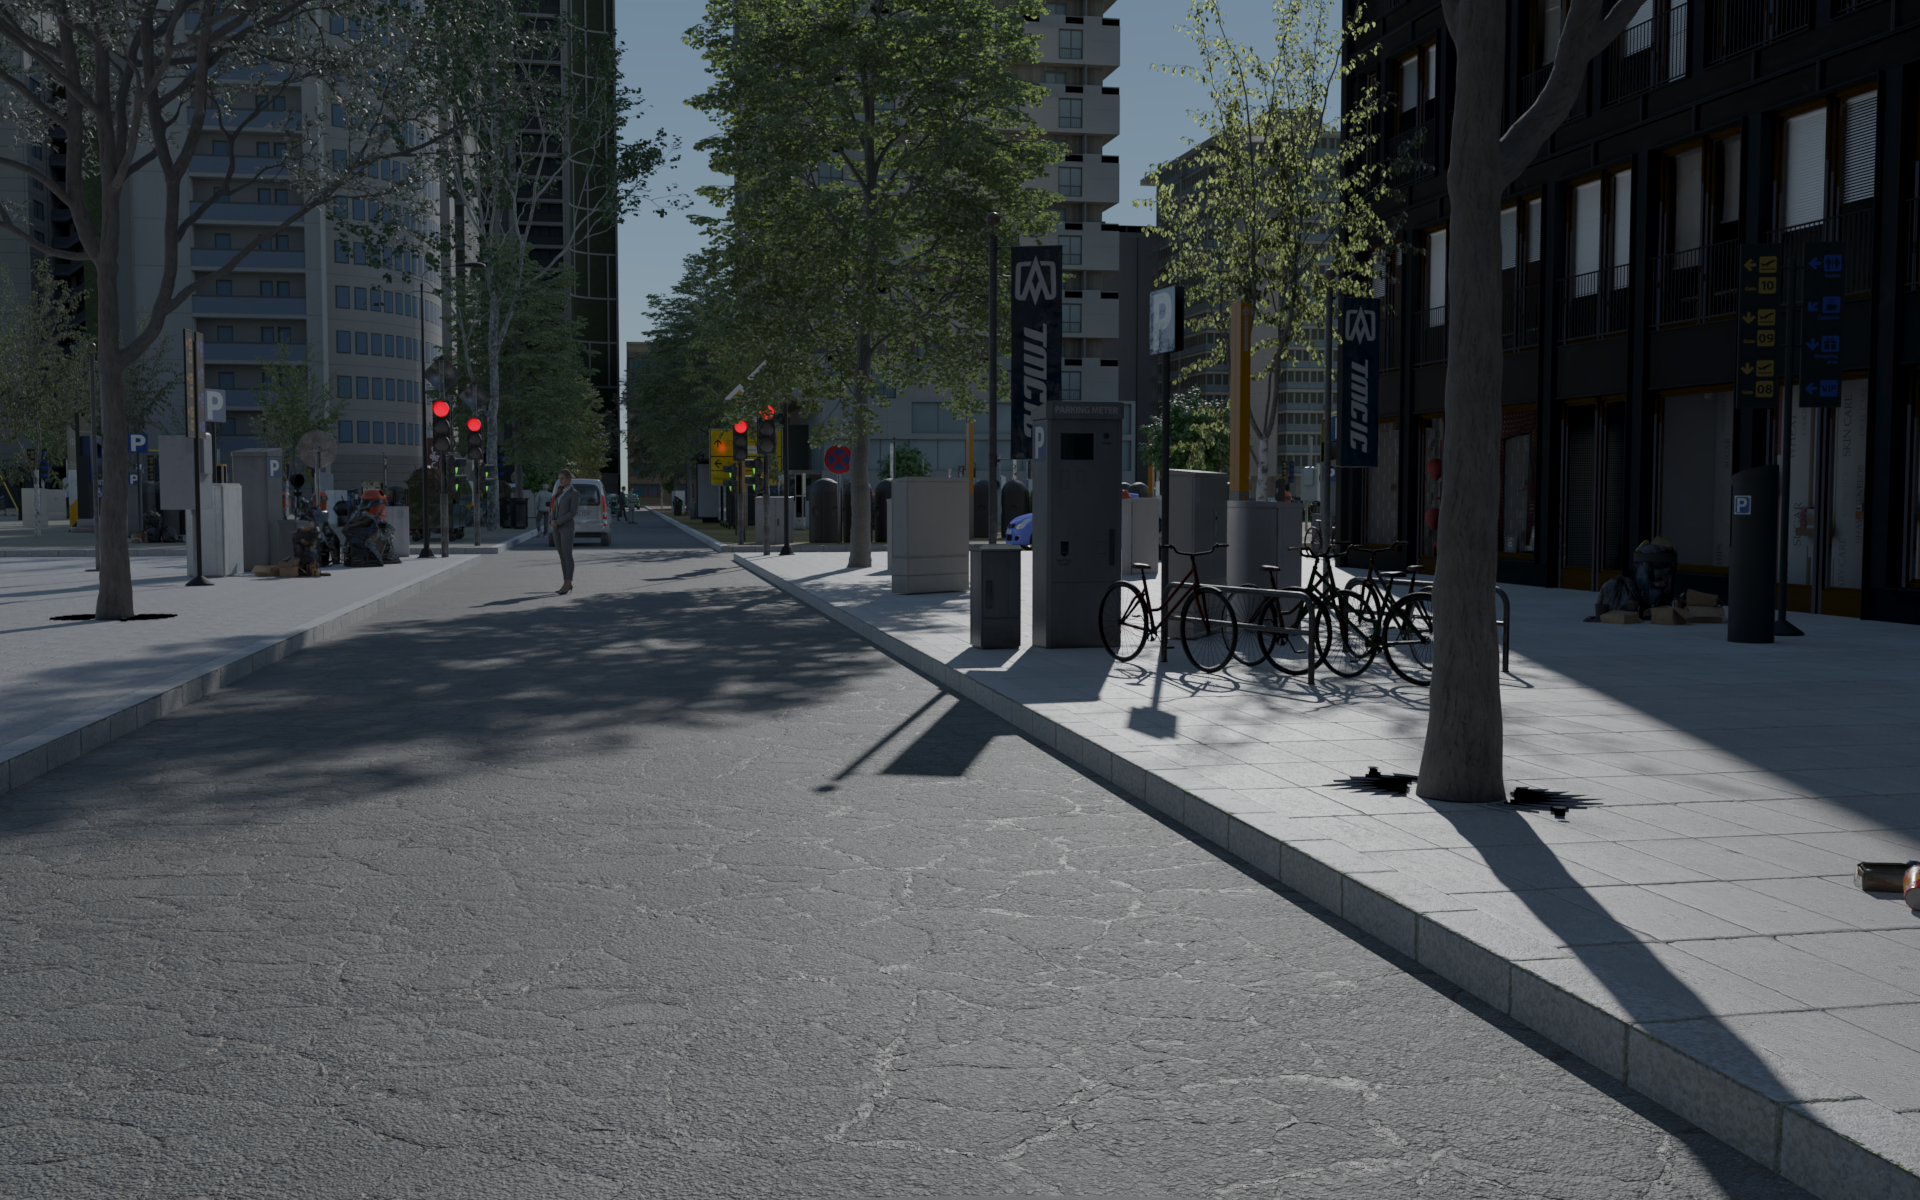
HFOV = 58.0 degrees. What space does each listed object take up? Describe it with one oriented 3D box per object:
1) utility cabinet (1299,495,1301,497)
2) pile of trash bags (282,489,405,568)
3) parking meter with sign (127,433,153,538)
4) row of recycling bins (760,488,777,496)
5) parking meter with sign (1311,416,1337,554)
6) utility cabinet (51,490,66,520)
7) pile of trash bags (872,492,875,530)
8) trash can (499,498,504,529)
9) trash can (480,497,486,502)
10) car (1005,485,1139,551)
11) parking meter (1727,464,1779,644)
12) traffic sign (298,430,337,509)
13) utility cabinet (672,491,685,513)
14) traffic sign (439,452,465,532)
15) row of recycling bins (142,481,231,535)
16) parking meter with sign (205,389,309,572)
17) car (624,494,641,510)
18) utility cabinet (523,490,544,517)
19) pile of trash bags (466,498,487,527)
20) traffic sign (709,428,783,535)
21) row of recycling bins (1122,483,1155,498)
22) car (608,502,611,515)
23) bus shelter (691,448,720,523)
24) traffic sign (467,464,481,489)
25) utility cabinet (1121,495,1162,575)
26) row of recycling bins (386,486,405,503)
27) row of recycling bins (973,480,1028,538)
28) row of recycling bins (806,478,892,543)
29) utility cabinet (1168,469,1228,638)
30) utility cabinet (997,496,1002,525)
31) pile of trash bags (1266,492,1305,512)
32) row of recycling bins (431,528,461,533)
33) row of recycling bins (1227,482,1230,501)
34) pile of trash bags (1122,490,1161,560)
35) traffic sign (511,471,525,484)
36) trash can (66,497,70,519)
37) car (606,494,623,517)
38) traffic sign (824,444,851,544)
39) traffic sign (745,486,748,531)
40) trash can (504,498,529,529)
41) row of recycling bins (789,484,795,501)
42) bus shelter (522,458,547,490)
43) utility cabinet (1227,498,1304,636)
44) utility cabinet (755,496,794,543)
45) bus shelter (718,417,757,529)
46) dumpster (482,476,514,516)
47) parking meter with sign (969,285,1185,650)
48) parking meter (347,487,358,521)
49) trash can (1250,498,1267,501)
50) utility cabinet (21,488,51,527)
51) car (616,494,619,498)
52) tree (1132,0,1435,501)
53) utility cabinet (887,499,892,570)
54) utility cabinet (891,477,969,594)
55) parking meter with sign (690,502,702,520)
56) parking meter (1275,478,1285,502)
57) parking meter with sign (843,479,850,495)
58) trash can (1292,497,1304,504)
[{"bbox_3d":[20.465,-5.668,103.833,0.306,1.237,1.020,1,4,12],"label":"utility cabinet"},{"bbox_3d":[-11.169,-1.345,31.741,1.912,1.369,3.447,0,4,-3],"label":"pile of trash bags"},{"bbox_3d":[-24.170,-3.324,50.609,0.543,3.016,1.738,-3,4,-36],"label":"parking meter with sign"},{"bbox_3d":[-10.888,-6.133,107.383,3.534,1.692,1.069,1,4,19],"label":"row of recycling bins"},{"bbox_3d":[8.180,-2.554,38.016,0.543,3.016,1.738,2,4,28],"label":"parking meter with sign"},{"bbox_3d":[-44.621,-4.680,85.198,0.318,1.500,1.173,2,4,30],"label":"utility cabinet"},{"bbox_3d":[-2.539,-3.243,62.778,1.912,1.369,3.447,-3,4,-37],"label":"pile of trash bags"},{"bbox_3d":[-16.820,-3.226,64.403,0.748,1.137,0.748,0,3,0],"label":"trash can"},{"bbox_3d":[-21.652,-4.101,78.712,0.748,1.137,0.748,0,3,0],"label":"trash can"},{"bbox_3d":[2.981,-2.058,43.238,3.694,1.707,1.945,-1,4,-11],"label":"car"},{"bbox_3d":[6.858,-0.402,14.976,0.372,1.533,0.369,0,3,0],"label":"parking meter"},{"bbox_3d":[-12.775,-2.101,34.460,0.768,2.556,0.104,0,4,-6],"label":"traffic sign"},{"bbox_3d":[-18.852,-6.554,115.830,0.318,1.500,1.173,1,4,23],"label":"utility cabinet"},{"bbox_3d":[-15.365,-3.198,52.396,0.768,2.556,0.104,0,4,-5],"label":"traffic sign"},{"bbox_3d":[-24.643,-2.889,54.352,1.069,1.692,3.534,1,4,19],"label":"row of recycling bins"},{"bbox_3d":[-11.629,-1.981,28.651,1.738,3.016,0.543,1,4,15],"label":"parking meter with sign"},{"bbox_3d":[-30.269,-9.174,158.791,1.959,1.807,4.718,-1,4,-11],"label":"car"},{"bbox_3d":[-23.230,-5.248,94.477,1.173,1.500,0.318,-1,4,-10],"label":"utility cabinet"},{"bbox_3d":[-19.984,-3.591,68.472,3.447,1.369,1.912,1,4,21],"label":"pile of trash bags"},{"bbox_3d":[-6.650,-3.669,53.866,2.265,3.308,0.079,-1,4,-9],"label":"traffic sign"},{"bbox_3d":[5.852,-3.440,63.351,1.069,1.692,3.534,-1,4,-22],"label":"row of recycling bins"},{"bbox_3d":[-18.176,-4.502,85.606,2.014,1.417,4.499,-1,4,-13],"label":"car"},{"bbox_3d":[-10.465,-4.937,74.649,2.014,3.302,5.546,-1,4,-11],"label":"bus shelter"},{"bbox_3d":[-19.709,-4.333,70.852,0.884,2.594,0.081,0,4,-8],"label":"traffic sign"},{"bbox_3d":[2.870,-1.030,27.999,0.306,1.237,1.020,2,4,31],"label":"utility cabinet"},{"bbox_3d":[-29.240,-5.054,89.740,1.069,1.692,3.534,-1,4,-19],"label":"row of recycling bins"},{"bbox_3d":[1.194,-2.692,51.123,3.534,1.692,1.069,0,4,4],"label":"row of recycling bins"},{"bbox_3d":[-2.287,-2.391,46.207,3.534,1.692,1.069,-2,4,-24],"label":"row of recycling bins"},{"bbox_3d":[2.147,-0.428,15.683,0.318,1.500,1.173,1,4,23],"label":"utility cabinet"},{"bbox_3d":[1.910,-3.748,72.440,0.306,1.237,1.020,-2,4,-31],"label":"utility cabinet"},{"bbox_3d":[16.647,-4.623,85.344,3.447,1.369,1.912,0,3,0],"label":"pile of trash bags"},{"bbox_3d":[-17.245,-3.119,58.111,1.069,1.692,3.534,-1,4,-18],"label":"row of recycling bins"},{"bbox_3d":[8.980,-3.400,62.698,1.069,1.692,3.534,-2,4,-25],"label":"row of recycling bins"},{"bbox_3d":[3.240,-1.536,34.872,1.912,1.369,3.447,0,4,4],"label":"pile of trash bags"},{"bbox_3d":[-23.918,-5.730,93.784,0.768,2.556,0.104,0,4,-5],"label":"traffic sign"},{"bbox_3d":[-46.635,-4.802,90.169,0.748,1.137,0.748,0,3,0],"label":"trash can"},{"bbox_3d":[-22.263,-5.961,109.267,2.131,1.459,4.920,-1,4,-13],"label":"car"},{"bbox_3d":[-3.118,-2.720,44.570,0.768,2.556,0.104,-1,4,-8],"label":"traffic sign"},{"bbox_3d":[-7.365,-3.652,59.708,0.884,2.594,0.081,0,4,-4],"label":"traffic sign"},{"bbox_3d":[-16.117,-3.162,63.345,0.748,1.137,0.748,0,3,0],"label":"trash can"},{"bbox_3d":[-5.528,-3.889,70.692,3.534,1.692,1.069,2,4,28],"label":"row of recycling bins"},{"bbox_3d":[-26.102,-7.066,106.812,1.731,3.624,6.357,-1,4,-11],"label":"bus shelter"},{"bbox_3d":[2.791,-0.303,16.120,0.306,1.237,1.020,-1,4,-23],"label":"utility cabinet"},{"bbox_3d":[-4.876,-2.098,45.459,1.020,1.237,0.306,2,4,24],"label":"utility cabinet"},{"bbox_3d":[-8.455,-5.480,67.228,2.179,5.291,8.768,-1,4,-11],"label":"bus shelter"},{"bbox_3d":[-22.629,-5.019,84.550,1.502,2.255,1.985,-1,4,-11],"label":"dumpster"},{"bbox_3d":[0.963,-1.118,14.543,1.738,3.016,0.543,-1,4,-17],"label":"parking meter with sign"},{"bbox_3d":[-22.012,-3.326,62.790,0.372,1.533,0.369,0,3,0],"label":"parking meter"},{"bbox_3d":[9.847,-2.817,57.715,0.748,1.137,0.748,0,3,0],"label":"trash can"},{"bbox_3d":[-35.476,-3.532,66.432,1.173,1.500,0.318,2,4,30],"label":"utility cabinet"},{"bbox_3d":[-35.390,-10.030,175.789,2.131,1.459,4.920,-1,4,-10],"label":"car"},{"bbox_3d":[4.157,-4.460,23.290,4.360,8.622,3.978,0,3,0],"label":"tree"},{"bbox_3d":[-0.778,-1.132,29.667,1.020,1.237,0.306,-3,5,-41],"label":"utility cabinet"},{"bbox_3d":[-0.386,-0.842,22.451,0.318,1.500,1.173,3,5,42],"label":"utility cabinet"},{"bbox_3d":[-12.901,-5.571,87.353,1.738,3.016,0.543,2,4,35],"label":"parking meter with sign"},{"bbox_3d":[11.984,-3.617,64.851,0.255,1.863,0.399,-1,4,-13],"label":"parking meter"},{"bbox_3d":[-5.563,-5.530,86.676,0.543,3.016,1.738,-1,4,-16],"label":"parking meter with sign"},{"bbox_3d":[19.036,-5.252,97.529,0.748,1.137,0.748,0,3,0],"label":"trash can"}]
